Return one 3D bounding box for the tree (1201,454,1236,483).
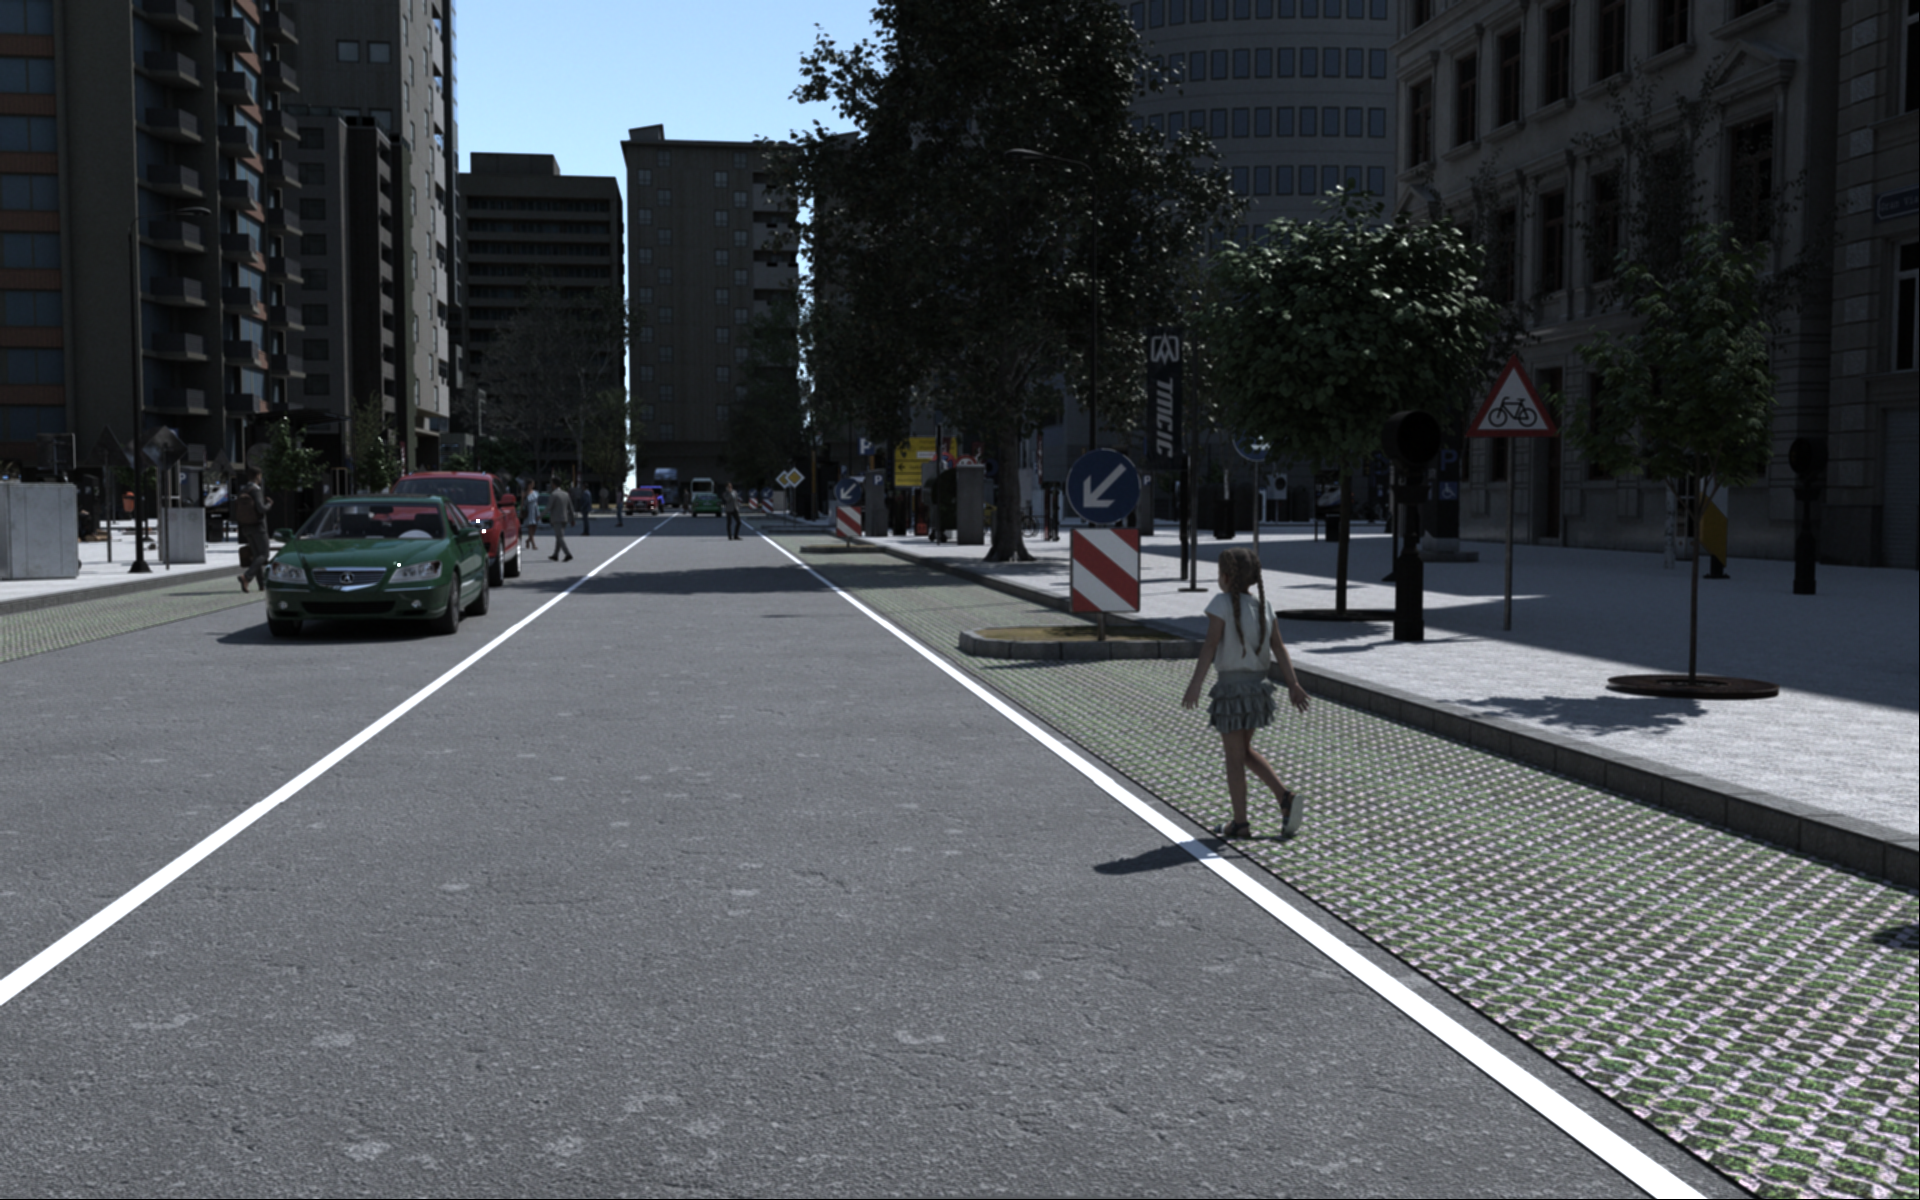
[{"bbox_3d":[12.130,-5.355,82.159,1.663,3.219,1.824,0,3,0],"label":"tree"}]

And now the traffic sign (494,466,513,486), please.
[{"bbox_3d":[-16.493,-3.596,62.438,0.795,2.450,0.064,-1,4,-8],"label":"traffic sign"}]

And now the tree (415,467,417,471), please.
[{"bbox_3d":[-37.381,-7.592,118.722,1.663,3.219,1.824,0,3,0],"label":"tree"}]

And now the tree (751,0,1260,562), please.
[{"bbox_3d":[0.868,-7.093,32.984,9.611,12.733,9.660,0,3,0],"label":"tree"}]

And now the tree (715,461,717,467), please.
[{"bbox_3d":[-27.475,-17.593,222.057,8.767,10.594,7.601,0,4,7],"label":"tree"}]

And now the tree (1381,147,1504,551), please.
[{"bbox_3d":[10.848,-5.342,37.698,4.360,8.622,3.978,0,3,0],"label":"tree"}]

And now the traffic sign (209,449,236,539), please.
[{"bbox_3d":[-21.274,-3.052,49.898,0.884,2.594,0.081,0,4,0],"label":"traffic sign"}]

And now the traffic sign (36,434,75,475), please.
[{"bbox_3d":[-15.295,-1.663,29.320,0.606,2.300,0.079,0,4,-4],"label":"traffic sign"}]

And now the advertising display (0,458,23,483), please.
[{"bbox_3d":[-17.191,-1.579,31.038,0.123,1.923,0.974,1,4,14],"label":"advertising display"}]

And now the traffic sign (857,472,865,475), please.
[{"bbox_3d":[-5.598,-6.084,99.581,0.768,2.556,0.104,0,4,-5],"label":"traffic sign"}]

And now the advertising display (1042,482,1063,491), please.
[{"bbox_3d":[4.701,-5.149,89.394,0.974,1.923,0.123,1,4,16],"label":"advertising display"}]

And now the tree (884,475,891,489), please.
[{"bbox_3d":[-5.801,-8.189,128.492,1.663,3.219,1.824,0,3,0],"label":"tree"}]

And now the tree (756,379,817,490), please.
[{"bbox_3d":[-10.816,-9.822,110.950,4.360,8.622,3.978,0,3,0],"label":"tree"}]

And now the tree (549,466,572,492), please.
[{"bbox_3d":[-27.416,-7.613,119.068,1.663,3.219,1.824,0,3,0],"label":"tree"}]

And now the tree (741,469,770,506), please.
[{"bbox_3d":[-22.441,-12.686,191.134,4.285,4.588,4.351,0,3,0],"label":"tree"}]

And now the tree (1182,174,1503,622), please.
[{"bbox_3d":[3.917,-2.094,17.951,4.285,4.588,4.351,0,3,0],"label":"tree"}]

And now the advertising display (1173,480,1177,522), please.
[{"bbox_3d":[10.059,-4.601,80.443,0.123,1.923,0.974,1,4,20],"label":"advertising display"}]

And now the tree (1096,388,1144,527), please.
[{"bbox_3d":[5.972,-6.797,61.497,4.360,8.622,3.978,0,3,0],"label":"tree"}]

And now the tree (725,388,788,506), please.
[{"bbox_3d":[-21.208,-16.249,183.794,7.486,12.596,7.792,0,3,0],"label":"tree"}]

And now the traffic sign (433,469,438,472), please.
[{"bbox_3d":[-23.850,-4.749,78.836,0.795,2.450,0.064,0,4,-4],"label":"traffic sign"}]

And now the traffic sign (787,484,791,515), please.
[{"bbox_3d":[-10.258,-6.272,104.672,0.606,2.300,0.079,0,4,-7],"label":"traffic sign"}]

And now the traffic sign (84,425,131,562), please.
[{"bbox_3d":[-15.957,-1.983,32.428,0.884,2.594,0.081,0,4,0],"label":"traffic sign"}]

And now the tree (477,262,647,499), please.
[{"bbox_3d":[-32.842,-17.581,143.346,12.611,20.169,13.585,0,3,0],"label":"tree"}]

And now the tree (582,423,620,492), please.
[{"bbox_3d":[-36.812,-13.924,178.014,4.737,8.622,4.395,0,3,0],"label":"tree"}]

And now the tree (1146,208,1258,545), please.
[{"bbox_3d":[6.172,-5.716,43.826,4.737,8.622,4.395,0,3,0],"label":"tree"}]

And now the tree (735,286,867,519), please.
[{"bbox_3d":[-7.540,-9.916,87.876,9.928,11.665,9.643,0,3,0],"label":"tree"}]

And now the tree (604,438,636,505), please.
[{"bbox_3d":[-41.557,-15.888,210.128,4.360,8.622,3.978,0,3,0],"label":"tree"}]

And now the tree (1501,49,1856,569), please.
[{"bbox_3d":[12.272,-4.821,29.178,4.360,8.622,3.978,0,3,0],"label":"tree"}]

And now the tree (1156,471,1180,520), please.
[{"bbox_3d":[10.461,-5.634,86.715,1.663,3.219,1.824,0,3,0],"label":"tree"}]

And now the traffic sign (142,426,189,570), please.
[{"bbox_3d":[-13.399,-1.715,29.224,0.795,2.450,0.064,0,4,1],"label":"traffic sign"}]

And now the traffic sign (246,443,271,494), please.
[{"bbox_3d":[-17.389,-2.634,43.172,0.768,2.556,0.104,0,4,-7],"label":"traffic sign"}]

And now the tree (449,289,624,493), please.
[{"bbox_3d":[-25.026,-11.791,103.154,12.009,13.543,11.850,0,3,0],"label":"tree"}]

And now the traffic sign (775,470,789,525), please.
[{"bbox_3d":[-7.274,-4.171,71.845,0.795,2.450,0.064,-1,4,-8],"label":"traffic sign"}]

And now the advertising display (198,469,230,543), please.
[{"bbox_3d":[-19.702,-2.481,45.780,0.123,1.923,0.974,1,4,19],"label":"advertising display"}]

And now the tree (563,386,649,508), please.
[{"bbox_3d":[-33.177,-14.476,162.442,9.928,11.665,9.643,0,3,0],"label":"tree"}]

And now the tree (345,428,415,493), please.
[{"bbox_3d":[-17.333,-3.459,51.152,1.663,3.219,1.824,0,3,0],"label":"tree"}]

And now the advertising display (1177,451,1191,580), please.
[{"bbox_3d":[3.400,-1.279,26.133,0.123,1.923,0.974,1,4,10],"label":"advertising display"}]

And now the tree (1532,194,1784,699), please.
[{"bbox_3d":[4.889,-1.022,11.314,1.663,3.219,1.824,0,3,0],"label":"tree"}]

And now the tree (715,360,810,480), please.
[{"bbox_3d":[-17.200,-14.937,154.596,12.009,13.543,11.850,0,3,0],"label":"tree"}]

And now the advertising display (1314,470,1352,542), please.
[{"bbox_3d":[10.008,-2.525,46.503,0.974,1.923,0.123,1,4,8],"label":"advertising display"}]

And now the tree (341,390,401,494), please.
[{"bbox_3d":[-42.130,-10.586,123.440,4.737,8.622,4.395,0,3,0],"label":"tree"}]

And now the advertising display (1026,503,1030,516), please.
[{"bbox_3d":[3.487,-5.070,88.108,0.974,1.923,0.123,2,4,31],"label":"advertising display"}]

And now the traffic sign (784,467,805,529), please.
[{"bbox_3d":[-6.108,-3.688,63.945,0.795,2.450,0.064,-1,4,-8],"label":"traffic sign"}]

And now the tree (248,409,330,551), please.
[{"bbox_3d":[-15.380,-2.746,39.492,1.663,3.219,1.824,0,3,0],"label":"tree"}]

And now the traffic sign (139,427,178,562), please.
[{"bbox_3d":[-15.162,-2.001,32.818,0.768,2.556,0.104,0,4,-6],"label":"traffic sign"}]

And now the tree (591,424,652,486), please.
[{"bbox_3d":[-43.150,-17.493,220.414,8.767,10.594,7.601,0,4,-1],"label":"tree"}]

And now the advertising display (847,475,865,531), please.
[{"bbox_3d":[-3.400,-3.322,59.522,0.974,1.923,0.123,-1,4,-22],"label":"advertising display"}]

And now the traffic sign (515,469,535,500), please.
[{"bbox_3d":[-17.659,-4.079,70.338,0.795,2.450,0.064,-1,4,-8],"label":"traffic sign"}]

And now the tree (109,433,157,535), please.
[{"bbox_3d":[-26.057,-3.707,55.209,1.663,3.219,1.824,0,3,0],"label":"tree"}]

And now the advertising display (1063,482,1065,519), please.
[{"bbox_3d":[5.426,-5.223,90.602,0.123,1.923,0.974,0,4,5],"label":"advertising display"}]

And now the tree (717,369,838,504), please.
[{"bbox_3d":[-13.166,-11.956,129.891,8.767,10.594,7.601,-1,4,-15],"label":"tree"}]

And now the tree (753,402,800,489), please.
[{"bbox_3d":[-14.798,-11.464,137.803,4.737,8.622,4.395,0,3,0],"label":"tree"}]

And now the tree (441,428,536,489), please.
[{"bbox_3d":[-22.975,-6.279,86.377,4.285,4.588,4.351,0,3,0],"label":"tree"}]

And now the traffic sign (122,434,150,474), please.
[{"bbox_3d":[-15.635,-1.948,33.029,0.795,2.450,0.064,0,4,-7],"label":"traffic sign"}]

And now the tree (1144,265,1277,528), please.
[{"bbox_3d":[8.730,-6.440,55.650,4.360,8.622,3.978,0,3,0],"label":"tree"}]
